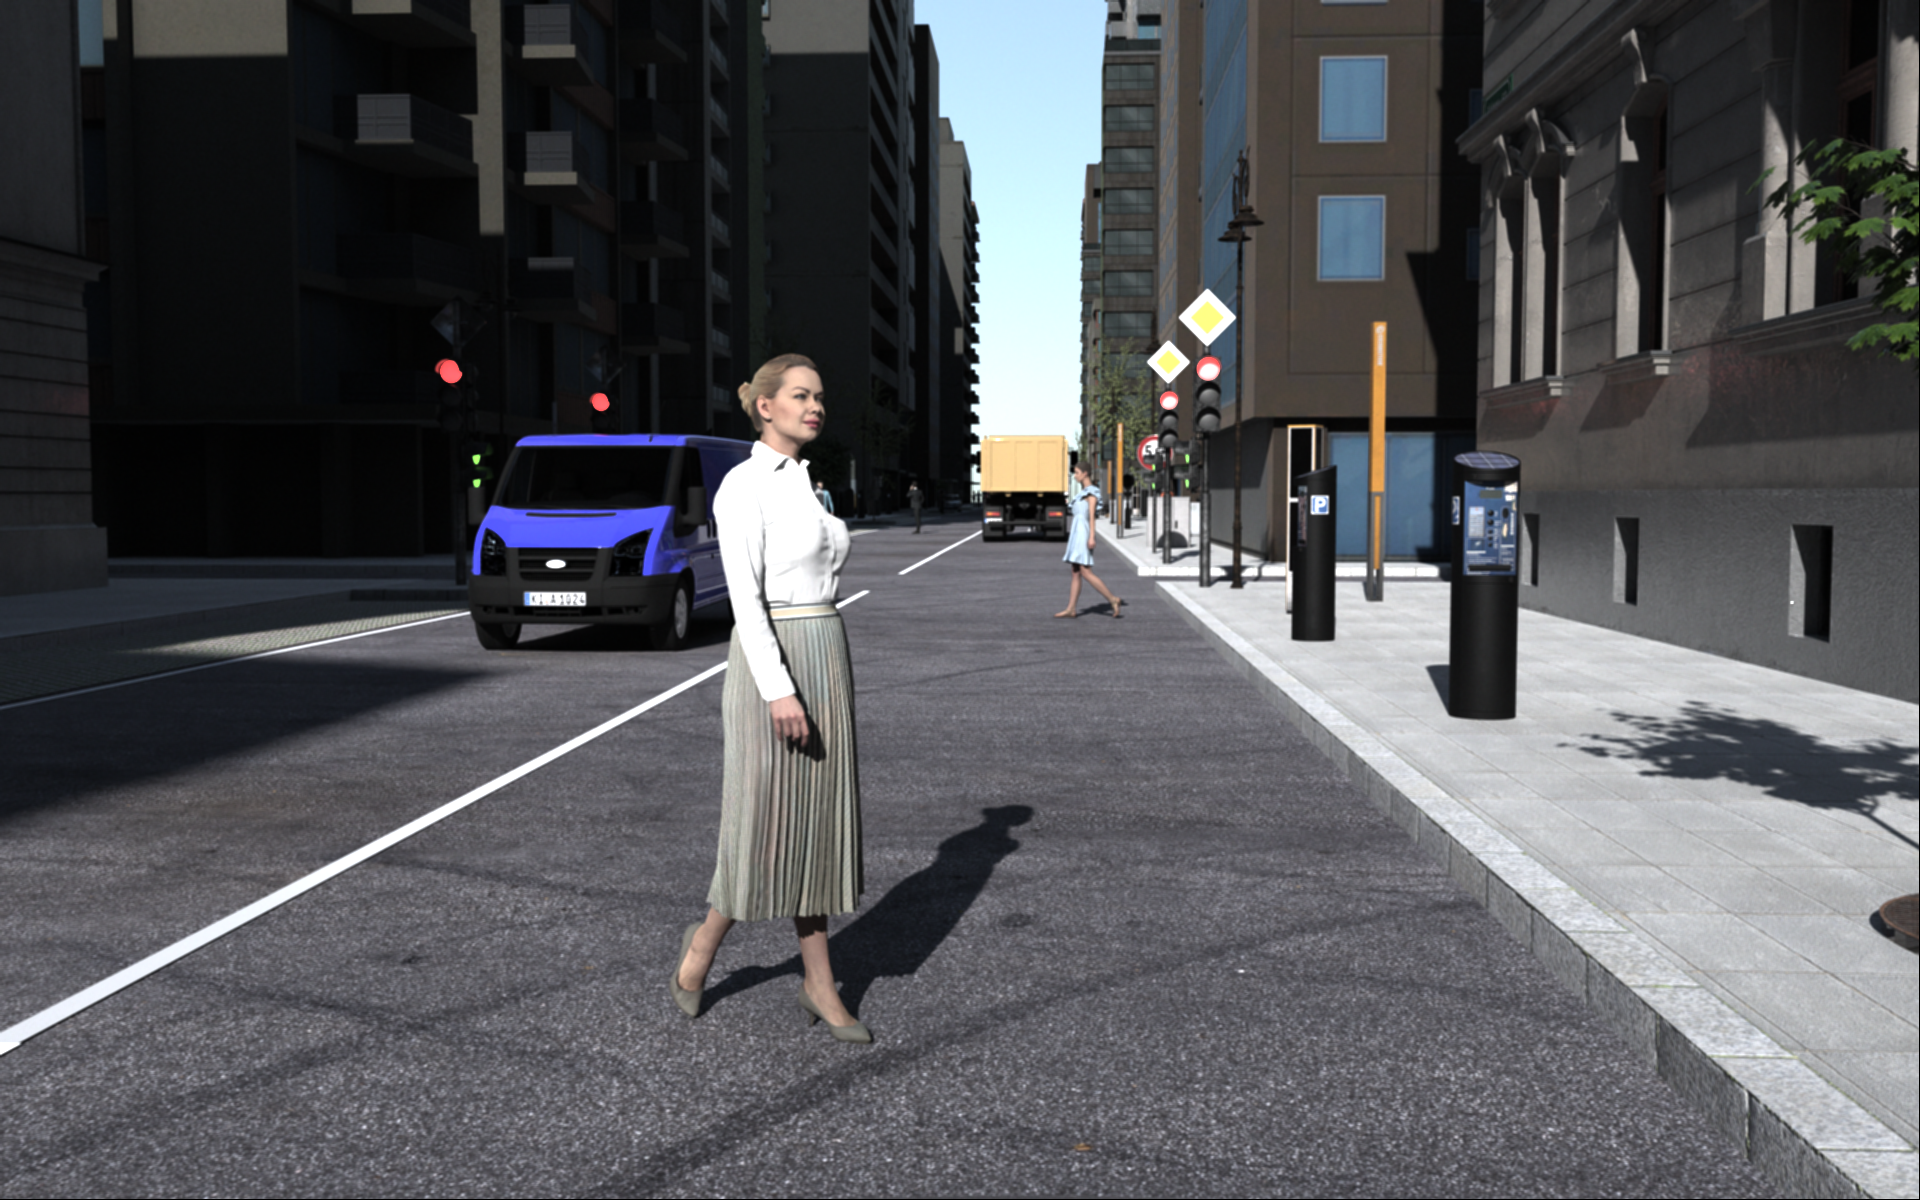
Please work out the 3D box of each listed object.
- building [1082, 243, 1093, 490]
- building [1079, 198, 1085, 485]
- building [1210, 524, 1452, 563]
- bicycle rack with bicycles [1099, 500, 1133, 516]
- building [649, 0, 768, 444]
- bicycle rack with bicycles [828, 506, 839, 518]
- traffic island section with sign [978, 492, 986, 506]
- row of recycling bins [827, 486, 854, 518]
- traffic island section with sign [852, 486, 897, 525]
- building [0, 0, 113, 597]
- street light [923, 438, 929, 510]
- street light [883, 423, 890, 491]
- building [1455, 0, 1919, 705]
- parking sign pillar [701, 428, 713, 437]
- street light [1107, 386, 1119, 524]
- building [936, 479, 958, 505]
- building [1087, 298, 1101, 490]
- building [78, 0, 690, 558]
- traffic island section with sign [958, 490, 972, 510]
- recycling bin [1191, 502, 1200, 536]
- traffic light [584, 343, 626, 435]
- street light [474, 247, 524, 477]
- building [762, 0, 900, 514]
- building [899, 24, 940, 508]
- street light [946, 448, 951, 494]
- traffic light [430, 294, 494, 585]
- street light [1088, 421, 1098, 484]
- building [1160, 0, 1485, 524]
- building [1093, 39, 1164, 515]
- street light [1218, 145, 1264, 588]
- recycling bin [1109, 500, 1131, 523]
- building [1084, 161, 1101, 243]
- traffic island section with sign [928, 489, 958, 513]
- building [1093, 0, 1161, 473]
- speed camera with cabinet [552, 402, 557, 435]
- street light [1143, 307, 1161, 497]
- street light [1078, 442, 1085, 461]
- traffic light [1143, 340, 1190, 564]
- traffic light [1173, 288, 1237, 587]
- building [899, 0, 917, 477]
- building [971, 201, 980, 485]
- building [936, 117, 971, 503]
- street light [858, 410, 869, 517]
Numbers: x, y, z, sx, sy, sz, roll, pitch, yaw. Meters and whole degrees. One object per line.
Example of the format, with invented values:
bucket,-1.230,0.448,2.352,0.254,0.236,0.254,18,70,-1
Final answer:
building,21.112,-26.214,200.292,14.160,30.474,14.107,0,4,3
building,28.452,-36.443,250.474,22.147,44.769,28.867,0,4,3
building,12.885,-23.677,37.233,14.200,45.320,14.600,0,4,3
bicycle rack with bicycles,9.344,-5.507,103.422,2.925,0.926,2.852,-1,4,-8
building,-16.913,-24.160,78.617,14.154,41.232,14.086,0,4,3
bicycle rack with bicycles,-8.364,-5.365,101.097,2.852,0.926,2.925,-3,5,-41
traffic island section with sign,3.140,-12.601,214.647,1.989,1.847,2.006,0,4,3
row of recycling bins,-7.499,-5.293,93.660,3.534,1.692,1.069,-1,4,-8
traffic island section with sign,-4.019,-4.455,81.473,1.989,1.847,2.006,0,4,3
building,-21.112,-9.455,19.217,19.286,19.102,10.561,0,4,3
street light,-2.772,-10.264,140.596,0.468,5.910,1.993,0,4,3
street light,-4.534,-8.339,109.133,0.468,5.910,1.993,0,4,3
building,12.066,-13.611,9.924,14.401,28.519,23.554,0,4,3
parking sign pillar,-10.696,-5.031,70.729,1.447,3.967,1.447,0,4,8
street light,6.564,-6.211,74.339,0.468,5.910,1.993,0,4,3
building,-16.620,-31.346,204.392,32.217,40.220,23.993,0,4,3
building,26.393,-19.681,166.818,27.650,21.520,28.899,0,4,3
building,-19.955,-23.995,46.937,22.147,44.769,28.867,0,4,3
traffic island section with sign,0.086,-9.124,157.798,1.989,1.847,2.006,0,4,3
recycling bin,7.098,-2.471,52.958,0.722,1.027,0.722,2,4,25
traffic light,-6.604,-2.655,32.332,0.839,4.253,0.868,0,4,3
street light,-8.661,-3.664,32.687,0.468,5.910,1.993,0,4,3
building,-15.733,-30.277,118.734,21.300,48.544,21.600,0,4,3
building,-9.301,-31.422,163.867,14.600,45.320,14.200,0,4,3
street light,-1.168,-12.184,171.990,0.468,5.910,1.993,0,4,3
traffic light,-7.033,-2.167,24.359,0.839,4.253,0.868,0,4,3
street light,8.278,-8.163,106.261,0.468,5.910,1.993,0,4,3
building,17.659,-26.841,88.966,14.600,45.320,14.200,0,4,3
building,16.223,-20.918,113.713,14.160,30.474,14.107,0,4,3
street light,3.773,-3.097,23.431,0.468,5.910,1.993,0,4,3
recycling bin,7.068,-3.905,76.403,0.722,1.027,0.722,-2,4,-25
building,23.420,-35.392,228.777,14.600,45.320,14.200,0,4,3
traffic island section with sign,-1.382,-7.441,130.295,1.989,1.847,2.006,0,4,3
building,22.601,-31.554,135.512,23.786,49.044,30.456,0,4,3
speed camera with cabinet,-8.488,-2.589,36.661,0.660,3.252,2.038,0,4,-4
street light,4.785,-4.289,42.910,0.468,5.910,1.993,0,4,3
street light,10.764,-10.931,151.508,0.468,5.910,1.993,0,4,3
traffic light,3.793,-2.622,31.791,0.839,4.253,0.868,0,4,3
traffic light,3.364,-2.134,23.818,0.839,4.253,0.868,0,4,3
building,-17.964,-33.885,143.266,28.713,52.752,27.495,0,4,3
building,-8.426,-36.551,252.225,22.147,44.769,28.867,0,4,3
building,-9.661,-36.896,226.953,21.300,48.544,21.600,0,4,3
street light,-5.298,-7.503,95.467,0.468,5.910,1.993,0,4,3
